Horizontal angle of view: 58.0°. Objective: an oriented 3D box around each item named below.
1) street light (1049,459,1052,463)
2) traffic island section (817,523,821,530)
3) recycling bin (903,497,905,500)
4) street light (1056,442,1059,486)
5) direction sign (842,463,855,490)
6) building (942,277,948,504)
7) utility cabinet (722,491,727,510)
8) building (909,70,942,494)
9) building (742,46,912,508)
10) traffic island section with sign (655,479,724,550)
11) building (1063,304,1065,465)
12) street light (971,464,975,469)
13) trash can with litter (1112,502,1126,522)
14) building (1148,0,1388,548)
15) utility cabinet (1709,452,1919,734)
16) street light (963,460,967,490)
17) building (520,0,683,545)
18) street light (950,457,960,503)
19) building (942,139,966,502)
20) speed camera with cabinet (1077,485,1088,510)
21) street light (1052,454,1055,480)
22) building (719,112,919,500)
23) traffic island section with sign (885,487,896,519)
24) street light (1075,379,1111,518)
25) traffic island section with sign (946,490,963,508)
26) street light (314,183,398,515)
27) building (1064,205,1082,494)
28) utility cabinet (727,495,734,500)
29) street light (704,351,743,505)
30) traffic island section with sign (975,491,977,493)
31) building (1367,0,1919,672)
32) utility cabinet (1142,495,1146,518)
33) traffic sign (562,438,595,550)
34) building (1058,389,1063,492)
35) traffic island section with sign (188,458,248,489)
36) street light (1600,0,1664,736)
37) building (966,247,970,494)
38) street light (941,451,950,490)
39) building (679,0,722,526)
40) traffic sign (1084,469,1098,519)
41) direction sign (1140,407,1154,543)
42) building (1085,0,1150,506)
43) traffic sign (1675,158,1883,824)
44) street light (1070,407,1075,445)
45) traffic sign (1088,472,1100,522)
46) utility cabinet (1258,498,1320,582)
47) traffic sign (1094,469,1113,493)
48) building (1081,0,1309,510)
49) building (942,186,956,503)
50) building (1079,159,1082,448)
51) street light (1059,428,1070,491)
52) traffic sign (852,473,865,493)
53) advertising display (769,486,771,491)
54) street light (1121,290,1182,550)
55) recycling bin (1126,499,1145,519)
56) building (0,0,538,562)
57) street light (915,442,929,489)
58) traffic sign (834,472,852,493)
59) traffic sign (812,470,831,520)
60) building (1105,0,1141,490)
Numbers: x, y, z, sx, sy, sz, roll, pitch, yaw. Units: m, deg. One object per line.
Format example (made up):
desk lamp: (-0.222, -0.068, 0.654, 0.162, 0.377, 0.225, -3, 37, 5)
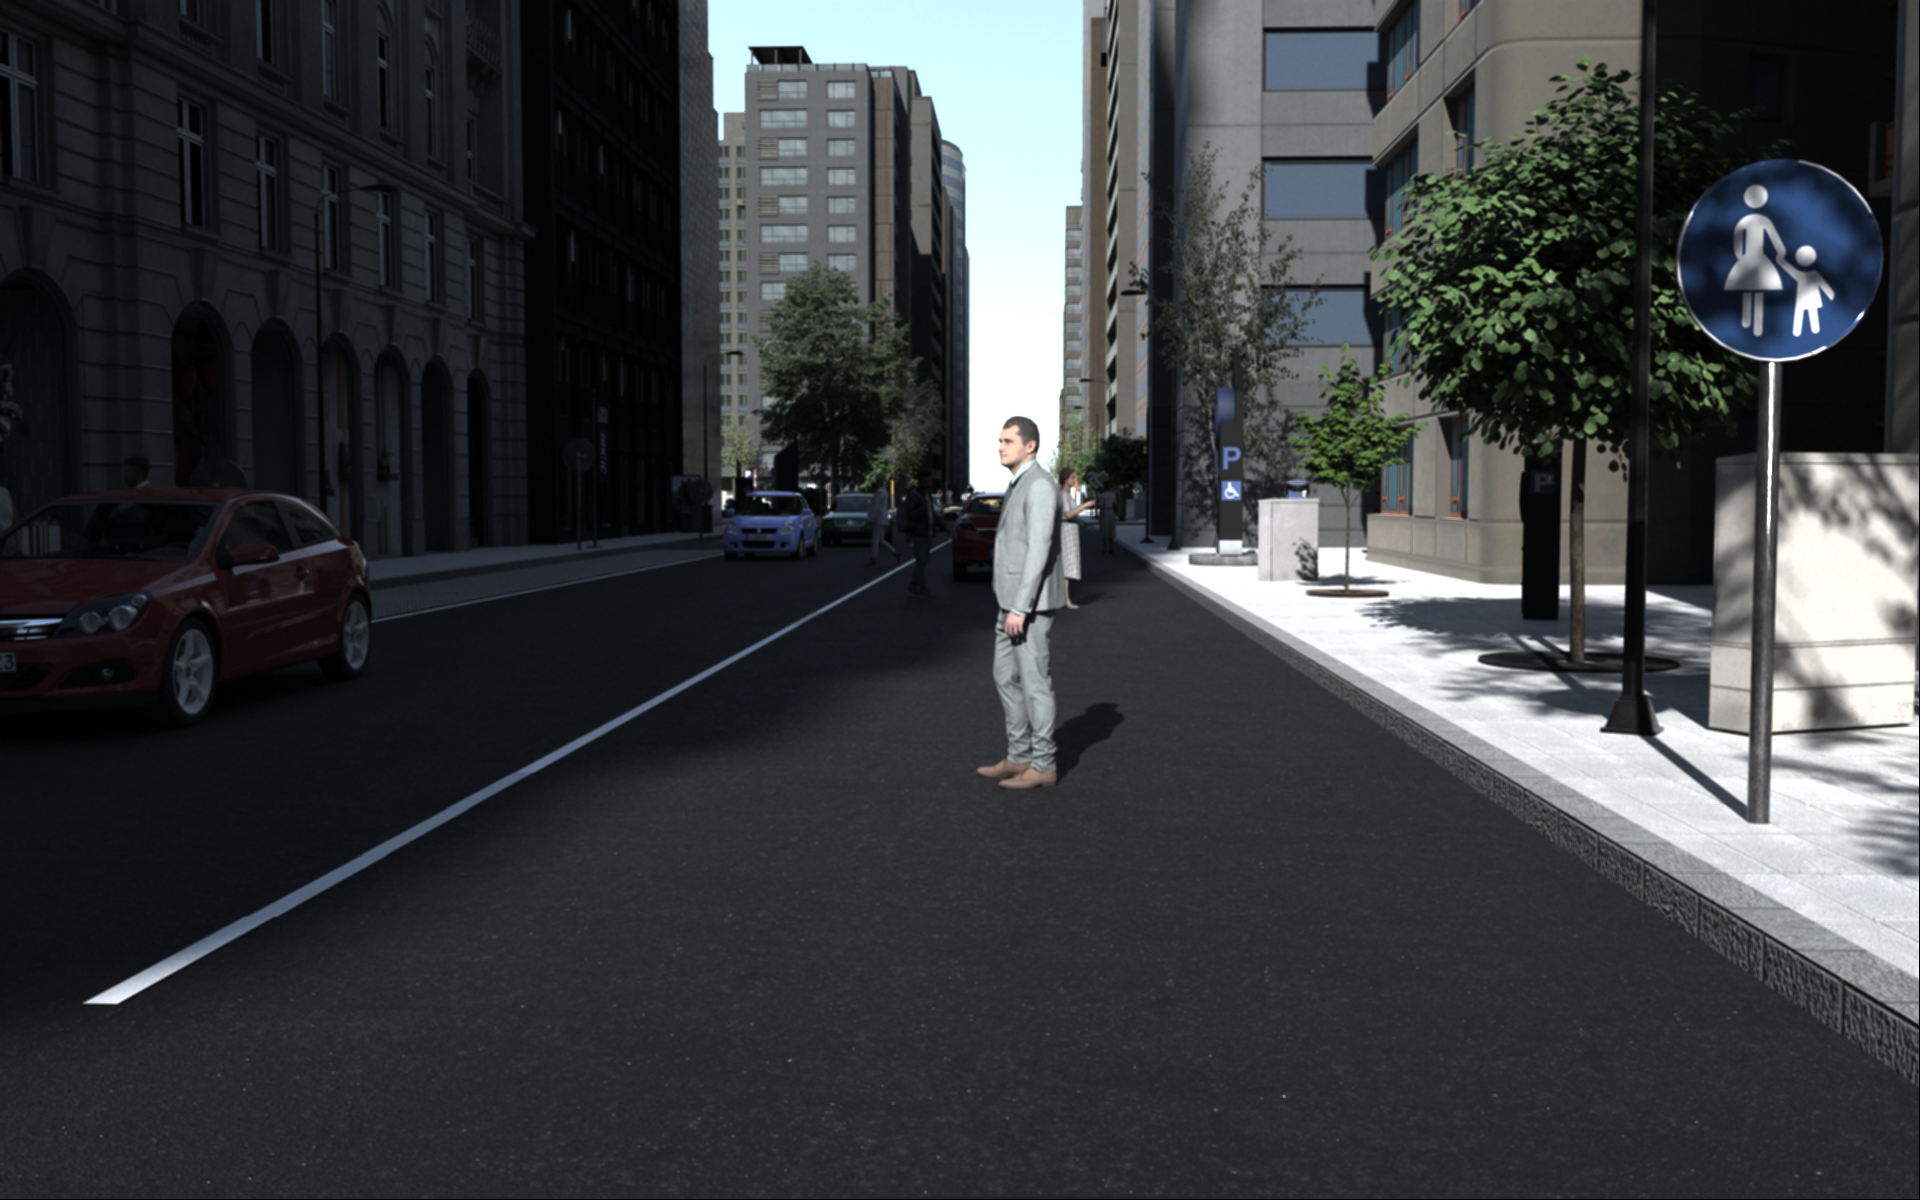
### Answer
street light: (11.195, -13.810, 198.340, 1.470, 5.913, 1.316, 0, 4, 2)
traffic island section: (-5.699, -2.972, 70.865, 2.009, 0.180, 2.903, 0, 4, 2)
recycling bin: (-4.615, -8.608, 153.293, 0.722, 1.027, 0.722, -2, 4, -31)
street light: (9.357, -11.049, 153.188, 1.470, 5.913, 1.316, 0, 4, 2)
direction sign: (-6.542, -6.772, 102.712, 0.876, 3.537, 0.379, -1, 4, -12)
building: (-8.973, -27.550, 222.143, 14.160, 30.474, 14.107, 0, 4, 2)
utility cabinet: (-15.346, -6.332, 112.202, 0.318, 1.500, 1.173, -1, 4, -19)
building: (-13.327, -35.414, 202.718, 21.300, 48.544, 21.600, 0, 4, 2)
building: (-11.984, -29.193, 160.908, 14.154, 41.232, 14.086, 0, 4, 2)
traffic island section with sign: (-6.821, -2.245, 45.329, 1.989, 1.847, 2.006, 0, 4, 2)
building: (22.585, -30.008, 262.323, 14.160, 30.474, 14.107, 0, 4, 2)
street light: (1.550, -18.149, 269.273, 1.470, 5.913, 1.316, 0, 4, 2)
trash can with litter: (7.146, -4.205, 80.135, 1.055, 1.170, 0.624, -2, 4, -29)
building: (16.477, -31.273, 53.315, 21.231, 58.520, 28.212, 0, 4, 2)
utility cabinet: (4.649, -0.046, 9.425, 1.173, 1.500, 0.318, -1, 4, -21)
street light: (0.142, -16.256, 238.330, 1.470, 5.913, 1.316, 0, 4, 2)
building: (-15.975, -13.546, 51.158, 12.332, 23.373, 15.834, 0, 4, 2)
street light: (-0.760, -14.914, 216.391, 1.470, 5.913, 1.316, 0, 4, 2)
building: (-10.106, -45.253, 281.879, 21.231, 58.520, 28.212, 0, 4, 2)
speed camera with cabinet: (9.537, -8.656, 135.859, 0.660, 3.252, 2.038, 1, 4, 20)
street light: (9.921, -11.907, 167.224, 1.470, 5.913, 1.316, 0, 4, 2)
building: (-19.772, -29.884, 180.477, 32.217, 40.220, 23.993, 0, 4, 2)
traffic island section with sign: (-4.369, -5.672, 101.369, 1.989, 1.847, 2.006, 0, 4, 2)
street light: (5.509, -5.954, 69.884, 1.470, 5.913, 1.316, 0, 4, 2)
traffic island section with sign: (-1.026, -10.355, 177.924, 1.989, 1.847, 2.006, 0, 4, 2)
street light: (-9.095, -3.273, 26.055, 1.470, 5.913, 1.316, 0, 4, 2)
building: (21.923, -34.446, 246.788, 14.154, 41.232, 14.086, 0, 4, 2)
utility cabinet: (-17.032, -7.053, 126.476, 1.020, 1.237, 0.306, -1, 4, -10)
street light: (-7.745, -5.128, 56.382, 1.470, 5.913, 1.316, 0, 4, 2)
traffic island section with sign: (3.794, -17.100, 288.206, 1.989, 1.847, 2.006, 0, 4, 2)
building: (21.022, -10.562, 17.724, 27.650, 21.520, 28.899, 0, 4, 2)
utility cabinet: (10.372, -5.064, 93.963, 1.020, 1.237, 0.306, 0, 4, -6)
traffic sign: (-8.735, -2.420, 39.668, 0.768, 2.556, 0.104, 0, 4, 3)
building: (30.956, -27.691, 297.788, 27.650, 21.520, 28.899, 0, 4, 2)
traffic island section with sign: (-8.012, -0.582, 18.149, 1.989, 1.847, 2.006, 0, 4, 2)
street light: (3.095, -2.243, 9.216, 1.470, 5.913, 1.316, 0, 4, 2)
building: (-5.455, -39.948, 303.266, 14.600, 45.320, 14.200, 0, 4, 2)
street light: (-2.147, -13.055, 185.995, 1.470, 5.913, 1.316, 0, 4, 2)
building: (-18.277, -12.845, 64.760, 16.860, 20.320, 10.420, 0, 4, 2)
traffic sign: (6.698, -5.376, 88.003, 0.768, 2.556, 0.104, 0, 4, 4)
direction sign: (4.922, -3.269, 45.448, 0.379, 3.537, 0.876, 0, 4, 7)
building: (18.776, -31.245, 160.967, 14.600, 45.320, 14.200, 0, 4, 2)
traffic sign: (3.119, -0.403, 6.689, 0.768, 2.556, 0.104, 0, 4, 3)
street light: (6.727, -7.303, 91.943, 1.470, 5.913, 1.316, 0, 4, 2)
traffic sign: (6.156, -4.564, 78.260, 0.795, 2.450, 0.064, 0, 4, 2)
utility cabinet: (4.853, -0.884, 25.623, 1.020, 1.237, 0.306, -3, 4, -37)
traffic sign: (5.807, -4.076, 70.282, 0.795, 2.450, 0.064, 0, 4, 2)
building: (23.316, -39.155, 182.175, 21.231, 58.520, 28.212, 0, 4, 2)
building: (-8.580, -36.399, 245.240, 14.600, 45.320, 14.200, 0, 4, 2)
building: (25.978, -36.211, 211.655, 23.786, 49.044, 30.456, 0, 4, 2)
street light: (7.941, -9.158, 122.277, 1.470, 5.913, 1.316, 0, 4, 2)
traffic sign: (-5.997, -6.245, 102.207, 0.768, 2.556, 0.104, 0, 4, 5)
advertising display: (-15.085, -8.222, 139.636, 0.123, 1.923, 0.974, 2, 4, 31)
street light: (4.359, -4.098, 39.547, 1.470, 5.913, 1.316, 0, 4, 2)
recycling bin: (9.119, -4.738, 90.016, 0.722, 1.027, 0.722, -2, 4, -33)
building: (-17.142, -11.592, 31.327, 13.314, 21.916, 24.055, 0, 4, 2)
street light: (-3.466, -11.200, 155.666, 1.470, 5.913, 1.316, 0, 4, 2)
traffic sign: (-5.326, -4.596, 78.780, 0.795, 2.450, 0.064, 0, 4, 2)
traffic sign: (-5.675, -4.108, 70.803, 0.795, 2.450, 0.064, 0, 4, 2)
building: (22.850, -31.514, 138.962, 21.300, 48.544, 21.600, 0, 4, 2)
